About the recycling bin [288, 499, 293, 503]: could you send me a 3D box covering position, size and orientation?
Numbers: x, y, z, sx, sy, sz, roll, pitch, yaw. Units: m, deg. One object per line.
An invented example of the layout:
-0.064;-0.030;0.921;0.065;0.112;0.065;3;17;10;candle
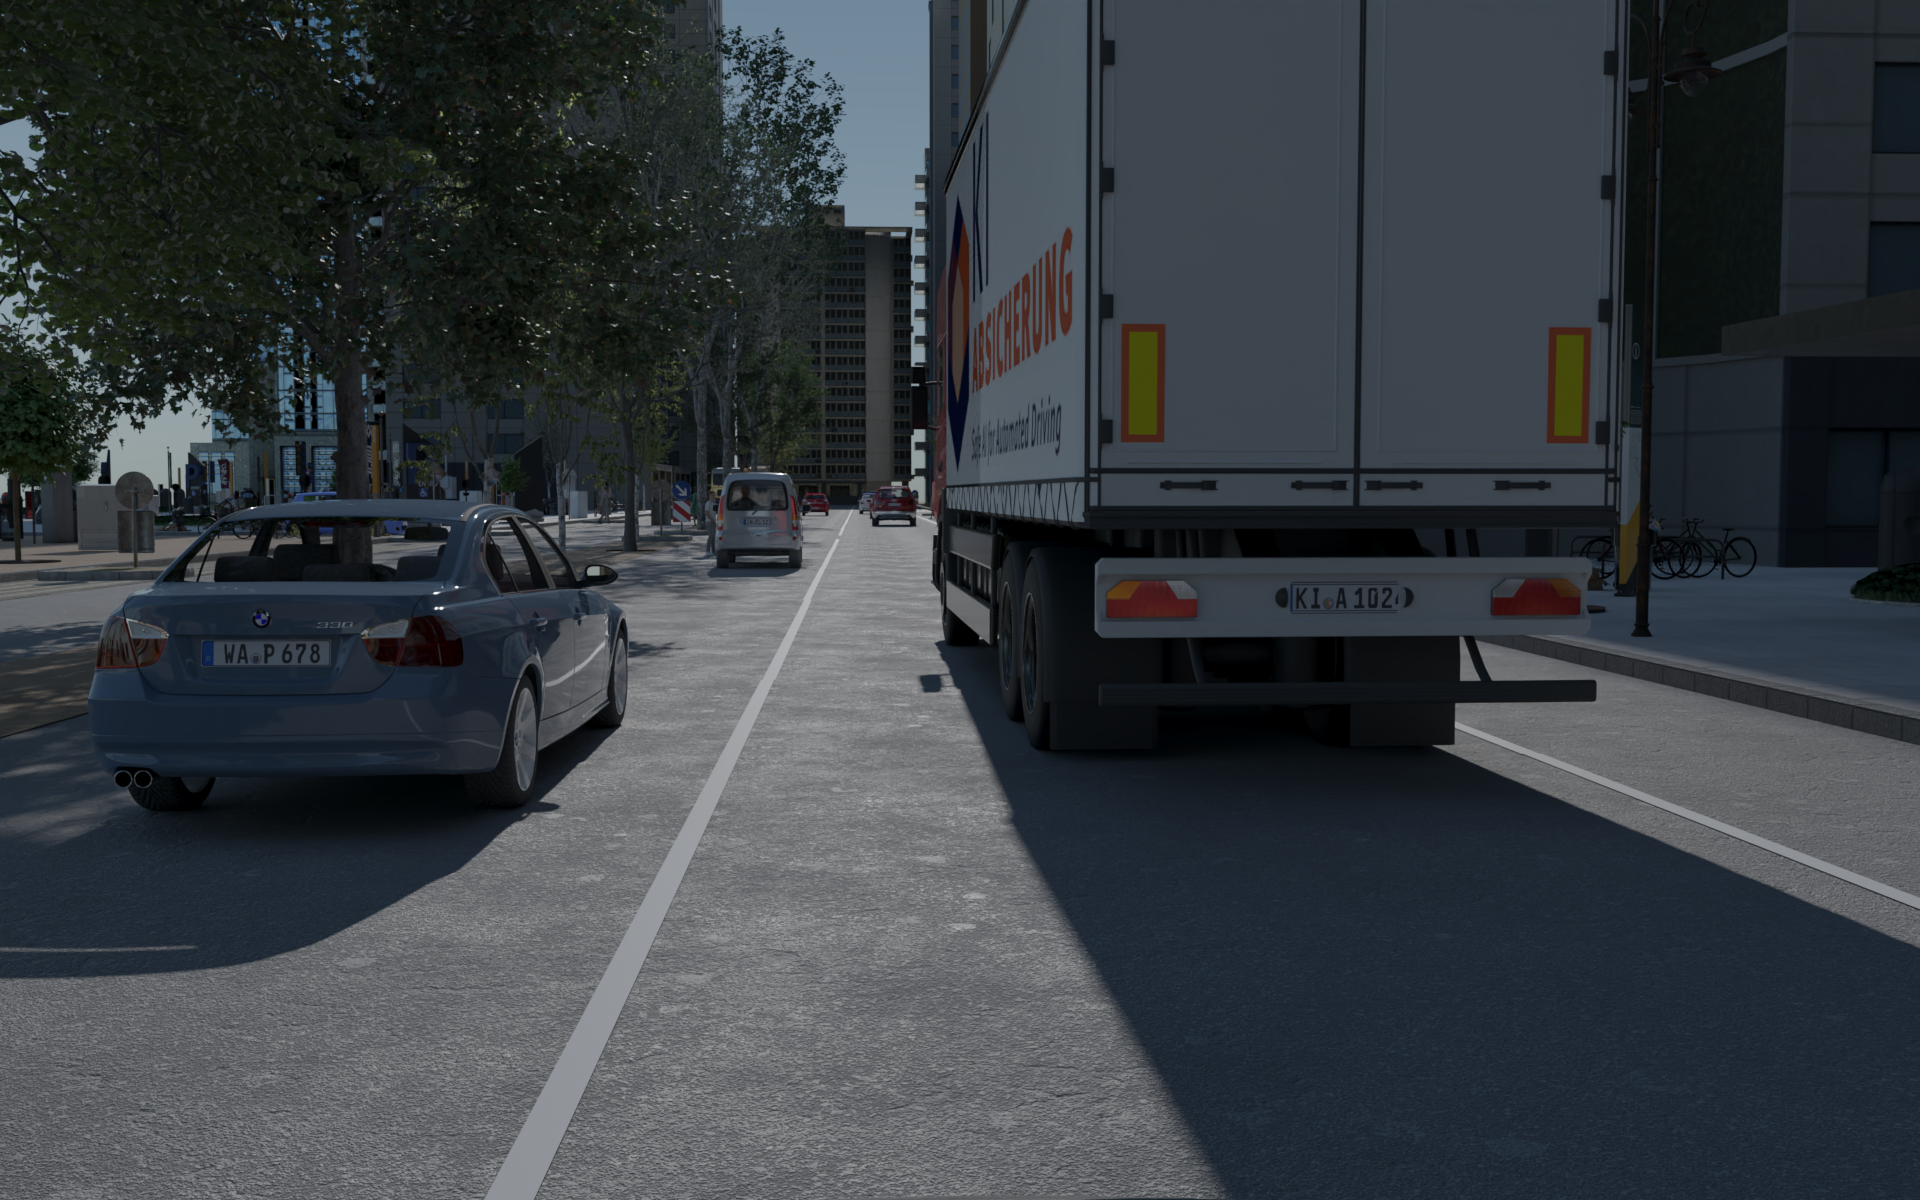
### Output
-37.517;-5.108;96.066;0.722;1.027;0.722;2;4;31;recycling bin

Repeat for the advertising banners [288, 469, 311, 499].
-45.512;-7.500;118.807;2.074;3.025;0.090;0;4;0;advertising banners

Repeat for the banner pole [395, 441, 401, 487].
-23.429;-4.996;71.703;0.863;3.779;0.401;3;4;36;banner pole

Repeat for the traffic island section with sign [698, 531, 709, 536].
-9.627;-3.192;60.320;2.006;1.907;1.989;0;4;-3;traffic island section with sign

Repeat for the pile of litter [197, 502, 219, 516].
-31.688;-3.611;73.004;1.719;0.858;1.176;2;4;33;pile of litter

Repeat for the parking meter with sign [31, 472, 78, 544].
-23.570;-2.995;45.236;0.543;3.016;1.738;1;4;16;parking meter with sign

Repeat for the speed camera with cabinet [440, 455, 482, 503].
-25.373;-5.732;88.056;2.038;3.252;0.660;0;4;8;speed camera with cabinet

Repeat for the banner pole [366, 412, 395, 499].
-17.753;-3.824;52.534;0.863;3.779;0.401;-3;5;-42;banner pole

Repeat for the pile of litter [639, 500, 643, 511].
-24.371;-7.111;130.226;1.176;0.858;1.719;-1;4;-13;pile of litter

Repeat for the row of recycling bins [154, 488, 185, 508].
-55.762;-7.069;122.693;3.534;1.692;1.069;-3;5;-40;row of recycling bins

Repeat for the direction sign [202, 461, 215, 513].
-51.405;-7.740;118.542;0.379;3.537;0.876;3;5;41;direction sign

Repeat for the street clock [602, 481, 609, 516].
-20.359;-5.786;99.166;0.358;2.002;0.471;2;4;32;street clock

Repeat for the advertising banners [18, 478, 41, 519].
-47.743;-5.668;88.859;0.090;3.025;2.074;1;4;22;advertising banners

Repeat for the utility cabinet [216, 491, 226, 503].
-50.311;-6.682;117.930;0.318;1.500;1.173;0;4;-6;utility cabinet

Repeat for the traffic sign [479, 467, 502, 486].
-16.318;-3.460;60.218;0.795;2.450;0.064;0;4;-3;traffic sign

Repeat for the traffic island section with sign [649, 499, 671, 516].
-19.023;-6.333;112.175;1.989;1.847;2.006;0;4;-3;traffic island section with sign

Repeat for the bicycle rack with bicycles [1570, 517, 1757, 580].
10.797;-0.820;26.792;2.925;0.926;2.852;0;4;6;bicycle rack with bicycles

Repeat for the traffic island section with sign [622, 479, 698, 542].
-9.210;-2.739;52.925;2.006;1.907;1.989;0;4;-3;traffic island section with sign

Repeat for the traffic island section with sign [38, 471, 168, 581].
-14.241;-1.275;29.478;1.989;1.847;2.006;0;4;-3;traffic island section with sign

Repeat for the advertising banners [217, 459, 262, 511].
-36.246;-5.565;87.181;2.074;3.025;0.090;-3;4;-36;advertising banners

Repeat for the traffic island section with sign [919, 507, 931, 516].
-1.497;-6.430;113.762;1.989;1.847;2.006;0;4;-3;traffic island section with sign

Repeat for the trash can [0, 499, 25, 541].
-25.782;-2.164;47.027;0.748;1.137;0.748;0;3;0;trash can

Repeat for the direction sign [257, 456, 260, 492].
-42.252;-6.874;104.386;0.379;3.537;0.876;-1;4;-14;direction sign

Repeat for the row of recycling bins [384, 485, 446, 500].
-24.007;-4.230;76.280;3.534;1.692;1.069;2;4;30;row of recycling bins

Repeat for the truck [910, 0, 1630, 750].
1.273;-1.477;13.058;2.839;4.237;11.283;0;4;-5;truck

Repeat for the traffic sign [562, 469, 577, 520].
-19.543;-5.290;86.605;0.768;2.556;0.104;0;4;3;traffic sign

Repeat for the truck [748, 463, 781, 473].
-17.957;-10.365;158.377;2.839;4.237;11.283;0;4;-2;truck

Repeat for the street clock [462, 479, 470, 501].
-24.269;-4.927;85.130;0.358;2.002;0.471;-3;5;-44;street clock

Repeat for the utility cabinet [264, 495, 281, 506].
-37.402;-5.096;94.485;0.306;1.237;1.020;3;5;40;utility cabinet

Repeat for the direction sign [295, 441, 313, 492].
-28.106;-5.010;73.903;0.379;3.537;0.876;0;4;7;direction sign

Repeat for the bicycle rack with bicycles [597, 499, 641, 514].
-22.906;-6.169;114.242;2.852;0.926;2.925;2;4;33;bicycle rack with bicycles

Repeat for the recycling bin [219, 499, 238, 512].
-34.846;-4.278;82.502;0.722;1.027;0.722;-1;4;-12;recycling bin

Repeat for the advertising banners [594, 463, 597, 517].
-20.264;-6.128;96.376;0.090;3.025;2.074;0;4;-7;advertising banners

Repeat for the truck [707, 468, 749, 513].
-17.164;-8.257;130.933;3.469;3.379;9.791;0;4;-2;truck

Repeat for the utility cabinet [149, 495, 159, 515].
-46.411;-5.406;99.542;0.306;1.237;1.020;0;4;-1;utility cabinet

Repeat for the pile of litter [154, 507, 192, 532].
-27.079;-2.785;59.492;1.176;0.858;1.719;-2;4;-32;pile of litter

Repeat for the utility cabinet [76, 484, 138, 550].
-19.254;-1.857;39.036;1.173;1.500;0.318;0;4;3;utility cabinet

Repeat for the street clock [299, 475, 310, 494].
-24.310;-3.653;64.290;0.358;2.002;0.471;0;4;6;street clock

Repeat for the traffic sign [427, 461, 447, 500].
-15.858;-2.973;52.247;0.795;2.450;0.064;0;4;-3;traffic sign

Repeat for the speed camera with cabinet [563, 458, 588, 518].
-20.646;-6.015;92.686;0.660;3.252;2.038;-3;4;-39;speed camera with cabinet

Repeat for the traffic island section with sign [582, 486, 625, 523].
-17.455;-4.686;85.245;1.989;1.847;2.006;0;4;-3;traffic island section with sign

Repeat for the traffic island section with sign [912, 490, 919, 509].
-4.371;-9.467;163.405;1.989;1.847;2.006;0;4;-3;traffic island section with sign

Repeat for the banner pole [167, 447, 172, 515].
-41.669;-6.199;91.377;0.401;3.779;0.863;-1;4;-10;banner pole

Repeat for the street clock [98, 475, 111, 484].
-33.293;-3.844;67.426;0.358;2.002;0.471;1;4;9;street clock

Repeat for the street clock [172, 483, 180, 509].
-53.432;-6.939;118.016;0.471;2.002;0.358;-3;5;-45;street clock

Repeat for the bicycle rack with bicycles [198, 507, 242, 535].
-20.069;-2.245;50.085;2.925;0.926;2.852;0;4;8;bicycle rack with bicycles
